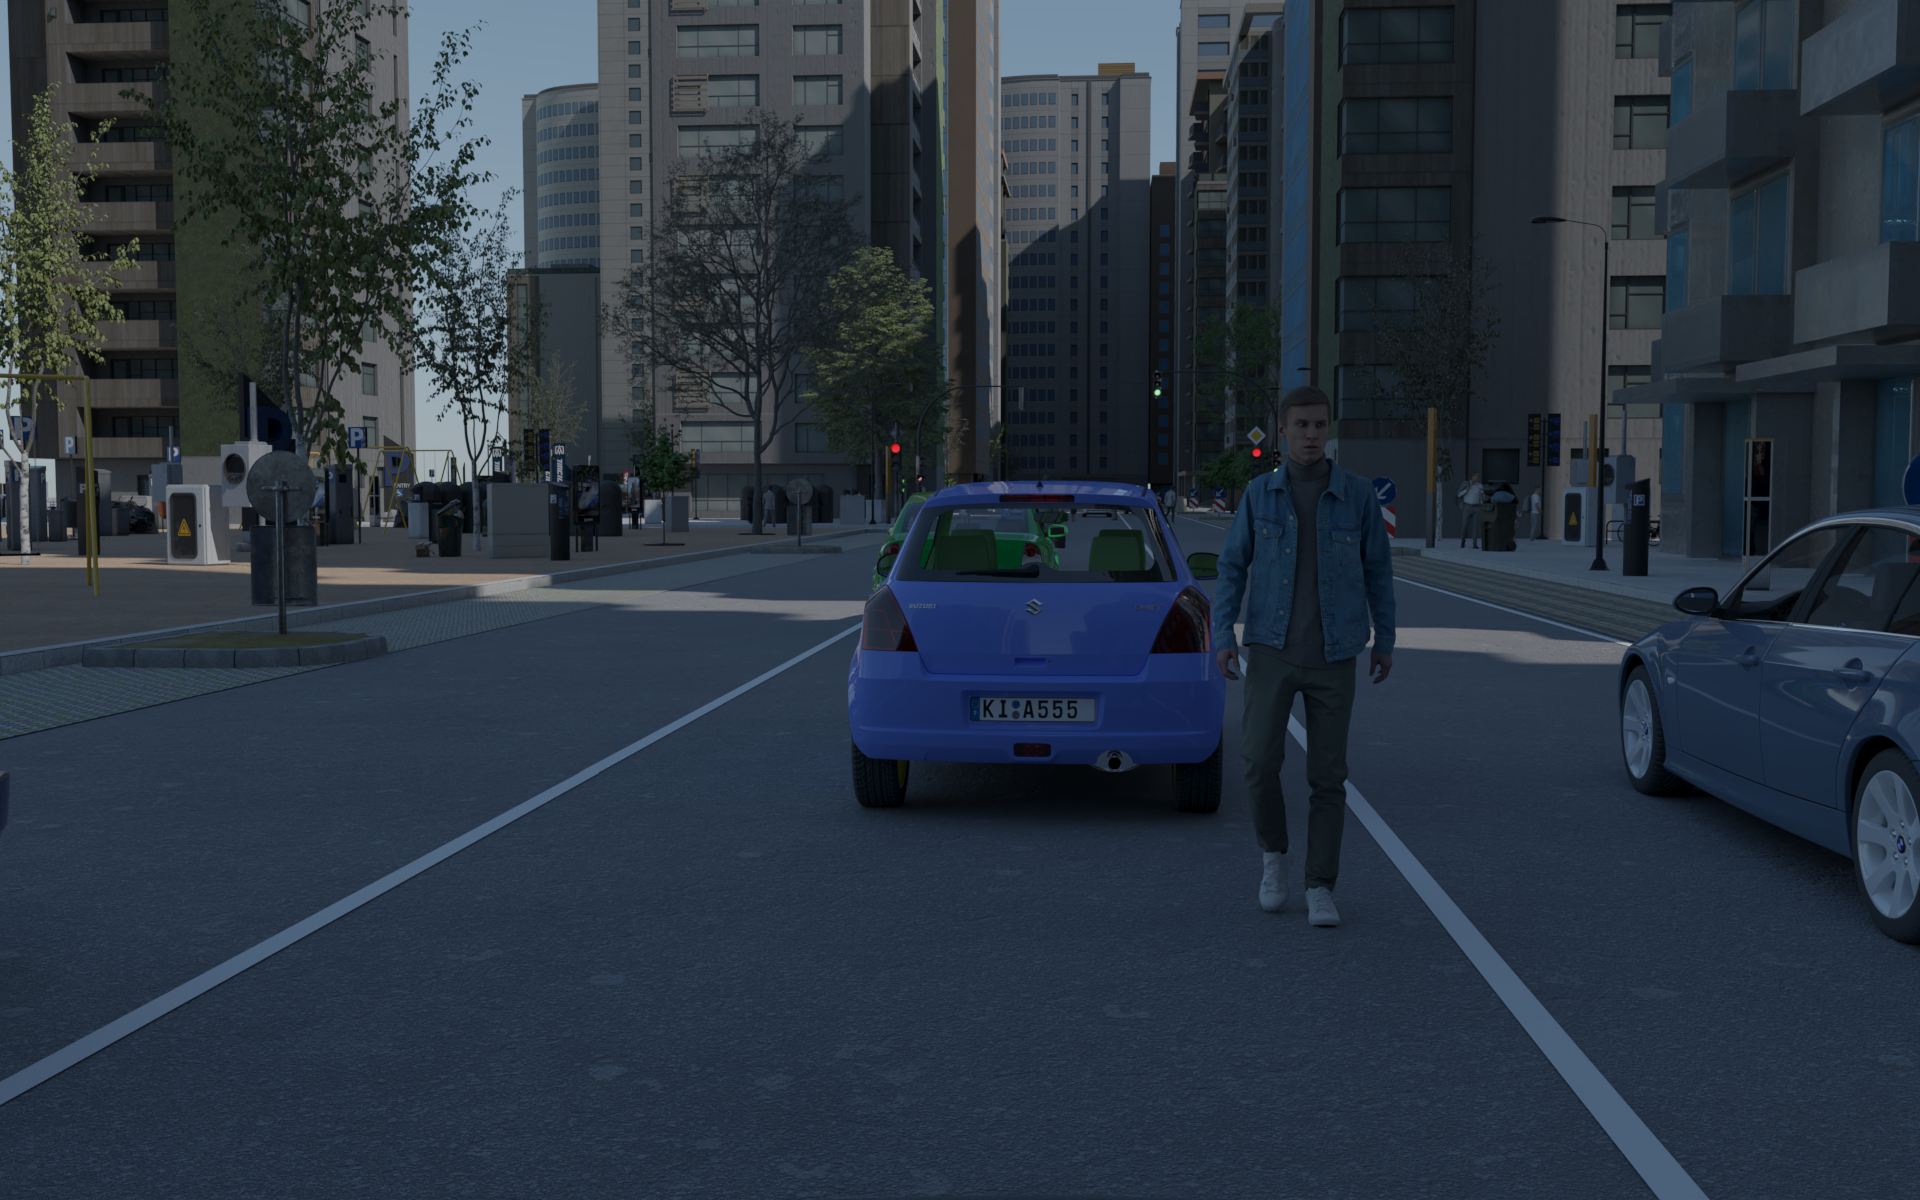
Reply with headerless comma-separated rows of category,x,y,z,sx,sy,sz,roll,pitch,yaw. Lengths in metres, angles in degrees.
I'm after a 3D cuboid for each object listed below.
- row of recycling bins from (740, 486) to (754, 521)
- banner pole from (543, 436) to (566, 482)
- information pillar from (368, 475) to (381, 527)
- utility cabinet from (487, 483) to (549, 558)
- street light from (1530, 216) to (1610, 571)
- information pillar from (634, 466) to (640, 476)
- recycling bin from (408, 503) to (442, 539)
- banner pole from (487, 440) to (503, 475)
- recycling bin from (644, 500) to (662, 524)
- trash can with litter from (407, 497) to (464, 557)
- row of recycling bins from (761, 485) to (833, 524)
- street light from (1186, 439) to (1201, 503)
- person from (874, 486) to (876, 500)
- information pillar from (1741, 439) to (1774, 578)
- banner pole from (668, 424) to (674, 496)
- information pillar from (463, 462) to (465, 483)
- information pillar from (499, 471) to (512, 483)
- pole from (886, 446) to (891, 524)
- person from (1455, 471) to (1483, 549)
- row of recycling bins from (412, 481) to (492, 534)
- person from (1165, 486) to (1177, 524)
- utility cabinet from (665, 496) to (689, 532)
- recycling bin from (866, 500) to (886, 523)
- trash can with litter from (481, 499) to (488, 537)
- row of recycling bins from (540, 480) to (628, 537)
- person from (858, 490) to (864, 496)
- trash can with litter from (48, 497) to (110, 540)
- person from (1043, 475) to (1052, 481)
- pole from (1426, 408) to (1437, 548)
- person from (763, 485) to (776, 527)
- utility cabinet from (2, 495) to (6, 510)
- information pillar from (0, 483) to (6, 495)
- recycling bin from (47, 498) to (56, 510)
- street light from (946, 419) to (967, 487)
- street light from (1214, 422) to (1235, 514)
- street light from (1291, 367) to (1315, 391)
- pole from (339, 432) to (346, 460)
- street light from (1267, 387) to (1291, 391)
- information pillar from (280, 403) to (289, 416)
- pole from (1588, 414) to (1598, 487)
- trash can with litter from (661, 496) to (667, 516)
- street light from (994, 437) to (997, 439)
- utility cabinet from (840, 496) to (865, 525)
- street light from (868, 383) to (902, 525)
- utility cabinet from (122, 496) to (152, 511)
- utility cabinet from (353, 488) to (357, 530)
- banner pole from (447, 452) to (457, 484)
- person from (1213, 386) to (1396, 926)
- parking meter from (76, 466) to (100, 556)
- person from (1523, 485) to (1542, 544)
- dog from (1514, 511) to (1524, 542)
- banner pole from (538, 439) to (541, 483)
row of recycling bins,-8.893,-4.713,84.165,3.534,1.692,1.069,-1,4,-13
banner pole,-17.345,-5.161,74.393,0.863,3.779,0.401,-1,4,-13
information pillar,-22.806,-3.853,67.489,0.304,2.012,0.304,2,4,30
utility cabinet,-8.896,-1.602,34.865,1.173,1.500,0.318,-2,4,-35
street light,10.224,-3.455,29.036,1.470,5.913,1.316,0,4,5
information pillar,-25.411,-8.869,136.366,0.504,3.616,0.183,-2,4,-32
recycling bin,-15.443,-2.291,50.018,0.722,1.027,0.722,-3,5,-44
banner pole,-21.414,-5.477,79.569,0.863,3.779,0.401,-1,4,-17
recycling bin,-13.231,-3.794,74.578,0.722,1.027,0.722,-1,4,-11
trash can with litter,-10.652,-1.462,35.295,1.055,1.170,0.624,-1,4,-17
row of recycling bins,-7.017,-4.207,75.900,3.534,1.692,1.069,-3,5,-42
street light,19.786,-10.634,146.399,1.470,5.913,1.316,0,4,5
person,-4.029,-4.712,83.183,0.767,1.812,0.694,-1,4,-17
information pillar,10.625,-1.137,23.076,0.304,2.012,0.304,1,4,14
banner pole,-10.372,-4.395,61.878,0.401,3.779,0.863,-2,4,-35
information pillar,-36.618,-8.354,127.942,0.183,3.616,0.504,0,4,-4
information pillar,-14.398,-3.087,54.969,0.304,2.012,0.304,0,4,7
pole,-3.055,-4.897,73.909,0.158,3.312,0.155,0,3,0
person,12.037,-2.126,40.911,0.679,1.850,0.850,0,4,-1
row of recycling bins,-16.362,-3.025,56.574,1.069,1.692,3.534,2,4,29
person,10.022,-4.548,82.702,0.795,1.843,0.661,-3,5,-40
utility cabinet,-9.569,-2.899,58.559,0.306,1.237,1.020,2,4,24
recycling bin,-3.680,-3.874,75.890,0.722,1.027,0.722,1,4,14
trash can with litter,-14.149,-2.508,52.389,0.624,1.170,1.055,0,4,-6
row of recycling bins,-11.771,-2.821,53.239,3.534,1.692,1.069,2,4,34
person,-5.123,-4.881,88.445,0.503,1.515,0.523,2,4,34
trash can with litter,-25.245,-2.293,48.552,2.233,1.210,1.678,0,4,4
person,1.774,-1.567,34.218,0.694,1.812,0.767,3,4,39
pole,11.177,-2.888,41.055,0.158,3.312,0.155,0,3,0
person,-7.465,-3.611,67.810,0.678,1.792,0.850,2,4,28
utility cabinet,-57.072,-5.623,103.100,1.020,1.237,0.306,0,4,-4
information pillar,-63.648,-6.770,115.187,0.304,2.012,0.304,1,4,18
recycling bin,-65.895,-6.921,125.712,0.722,1.027,0.722,-1,4,-14
street light,-0.262,-8.236,107.201,1.470,5.913,1.316,0,4,5
street light,16.936,-8.453,110.742,1.470,5.913,1.316,0,4,5
street light,13.015,-5.563,63.494,1.470,5.913,1.316,0,4,5
pole,-19.267,-3.685,54.088,0.158,3.312,0.155,0,3,0
street light,14.034,-6.284,75.283,1.470,5.913,1.316,0,4,5
information pillar,-17.245,-3.222,44.035,0.504,3.616,0.183,1,4,14
pole,16.208,-3.092,44.403,0.158,3.312,0.155,0,3,0
trash can with litter,-14.193,-4.377,82.954,0.624,1.170,1.055,-2,4,-32
street light,2.460,-10.344,141.665,1.470,5.913,1.316,0,4,5
utility cabinet,-4.511,-3.761,72.654,1.020,1.237,0.306,0,4,-7
street light,-3.134,-6.129,72.751,1.470,5.913,1.316,0,4,5
utility cabinet,-29.287,-3.090,61.683,1.020,1.237,0.306,1,4,15
utility cabinet,-21.956,-3.233,61.541,1.173,1.500,0.318,2,4,30
banner pole,-30.199,-6.904,102.898,0.401,3.779,0.863,2,4,34
person,1.160,0.184,5.836,0.601,1.785,0.444,1,4,13
parking meter,-18.232,-1.867,36.234,0.399,1.863,0.255,1,4,9
person,14.691,-2.181,44.298,0.523,1.515,0.503,-2,4,-35
dog,14.902,-1.995,47.002,0.513,0.831,0.800,0,4,-3
banner pole,-18.943,-5.443,79.016,0.863,3.779,0.401,-2,4,-23
